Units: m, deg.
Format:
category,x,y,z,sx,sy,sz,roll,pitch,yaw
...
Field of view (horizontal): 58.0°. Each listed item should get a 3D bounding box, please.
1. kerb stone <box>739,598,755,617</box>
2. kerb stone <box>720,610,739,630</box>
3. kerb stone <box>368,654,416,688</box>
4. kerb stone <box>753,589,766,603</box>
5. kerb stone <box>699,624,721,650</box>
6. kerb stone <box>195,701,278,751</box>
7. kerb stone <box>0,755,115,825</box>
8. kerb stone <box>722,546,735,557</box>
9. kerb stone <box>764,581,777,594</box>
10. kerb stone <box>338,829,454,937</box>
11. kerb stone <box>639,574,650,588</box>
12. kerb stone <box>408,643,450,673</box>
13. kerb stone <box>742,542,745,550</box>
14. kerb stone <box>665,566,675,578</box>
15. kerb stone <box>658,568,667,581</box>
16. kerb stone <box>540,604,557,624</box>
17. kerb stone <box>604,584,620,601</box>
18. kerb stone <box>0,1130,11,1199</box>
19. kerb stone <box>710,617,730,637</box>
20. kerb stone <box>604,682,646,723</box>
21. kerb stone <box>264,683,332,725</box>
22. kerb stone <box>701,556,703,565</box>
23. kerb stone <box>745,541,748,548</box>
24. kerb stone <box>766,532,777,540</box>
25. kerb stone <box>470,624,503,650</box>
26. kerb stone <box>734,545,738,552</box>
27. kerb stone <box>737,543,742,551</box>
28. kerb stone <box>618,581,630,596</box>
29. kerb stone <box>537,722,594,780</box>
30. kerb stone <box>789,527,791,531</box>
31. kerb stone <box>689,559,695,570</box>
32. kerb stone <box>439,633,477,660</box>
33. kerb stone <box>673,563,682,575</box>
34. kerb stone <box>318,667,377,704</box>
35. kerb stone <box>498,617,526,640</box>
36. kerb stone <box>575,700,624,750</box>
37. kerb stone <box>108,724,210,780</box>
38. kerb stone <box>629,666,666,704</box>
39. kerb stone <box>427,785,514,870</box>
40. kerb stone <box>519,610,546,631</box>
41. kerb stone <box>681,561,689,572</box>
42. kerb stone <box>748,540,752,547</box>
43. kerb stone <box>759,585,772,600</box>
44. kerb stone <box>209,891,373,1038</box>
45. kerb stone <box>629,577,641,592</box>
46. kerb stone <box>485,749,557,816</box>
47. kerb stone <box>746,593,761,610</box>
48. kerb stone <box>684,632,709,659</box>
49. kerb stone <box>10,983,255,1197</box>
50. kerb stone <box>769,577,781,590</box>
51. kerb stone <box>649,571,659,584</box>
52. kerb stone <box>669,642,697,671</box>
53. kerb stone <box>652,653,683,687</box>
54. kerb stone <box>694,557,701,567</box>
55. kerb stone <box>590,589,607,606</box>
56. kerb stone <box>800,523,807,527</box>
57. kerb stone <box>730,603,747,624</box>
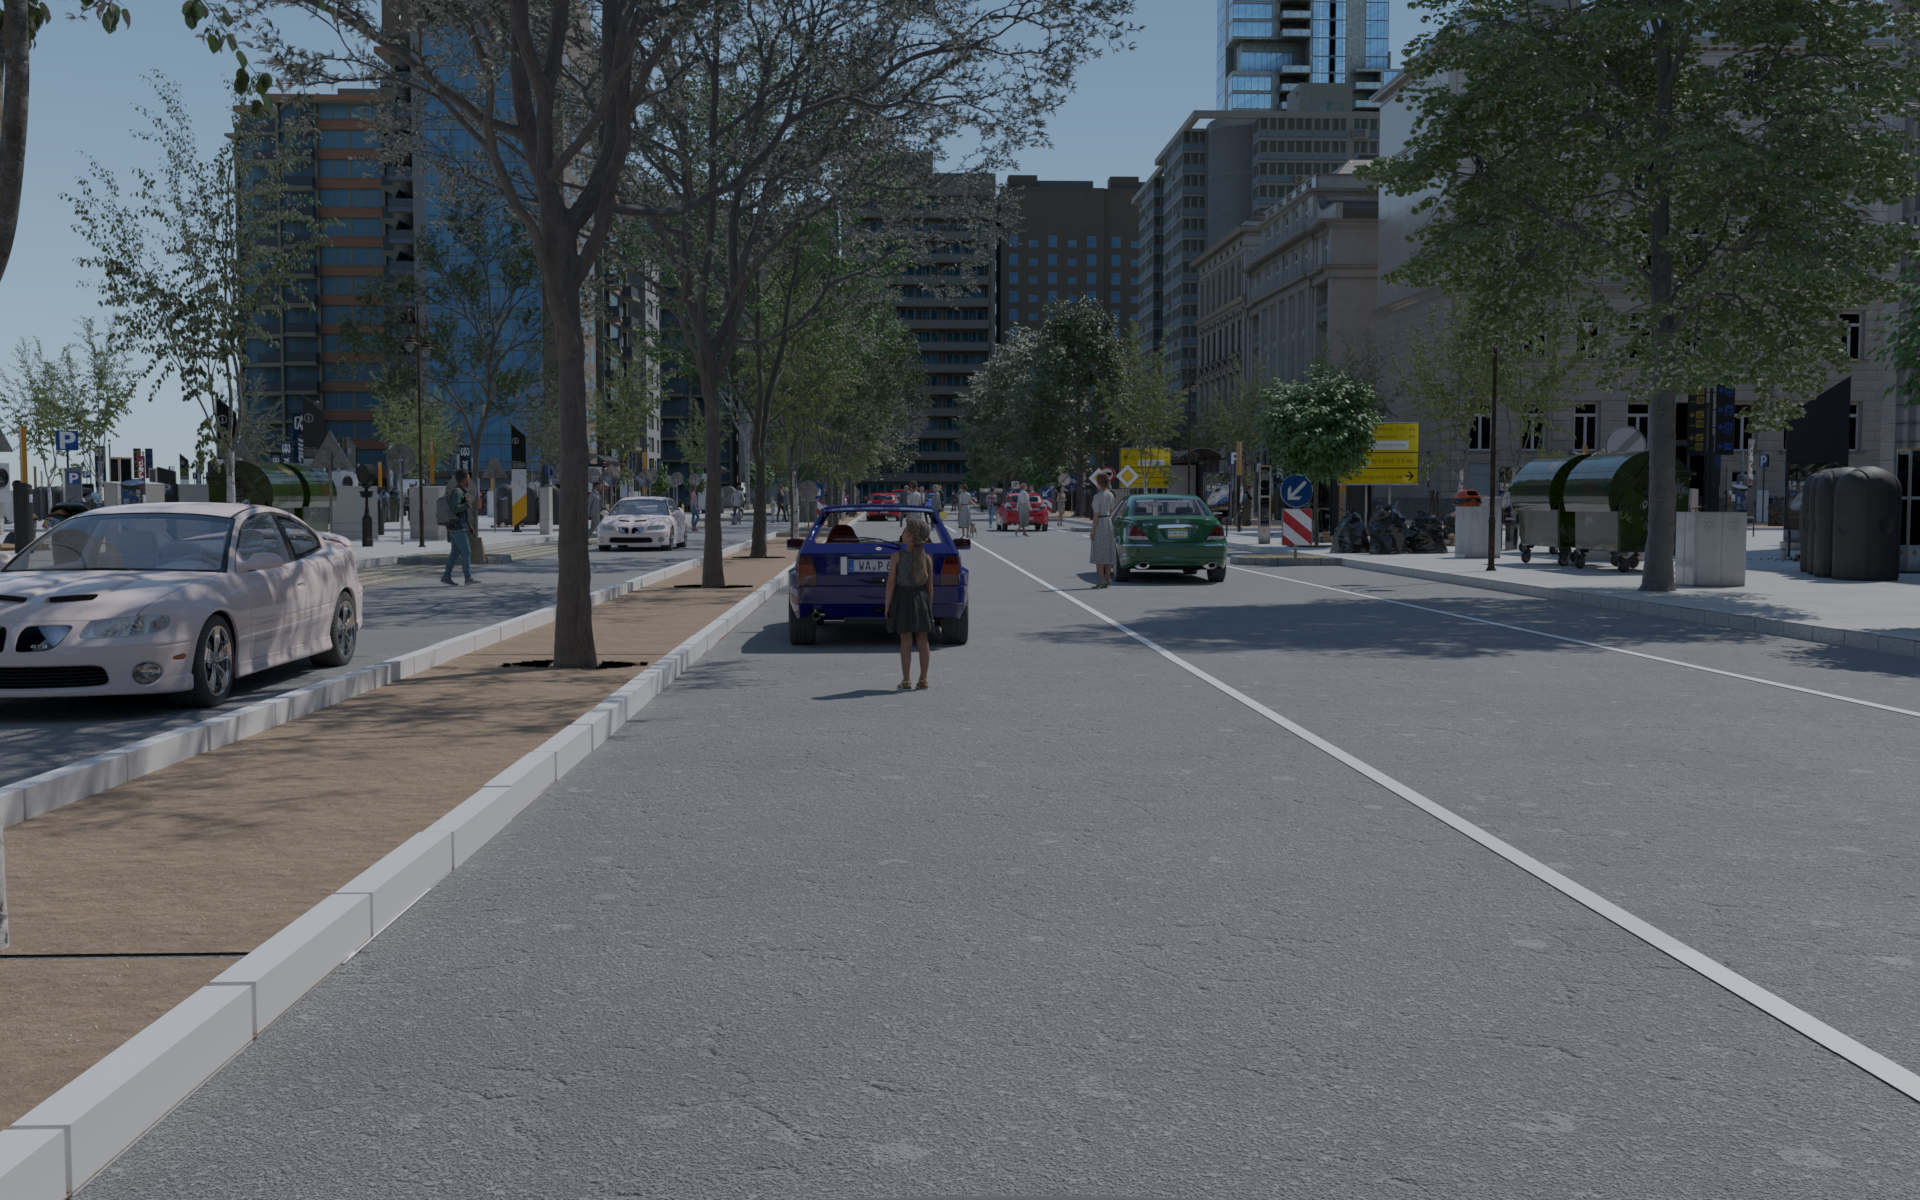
category,x,y,z,sx,sy,sz,roll,pitch,yaw
kerb stone,-2.551,0.109,20.407,0.120,0.150,1.000,0,4,-2
kerb stone,-2.471,0.238,18.357,0.120,0.150,1.000,0,4,-2
kerb stone,-4.353,0.552,13.174,0.120,0.150,1.000,0,4,-2
kerb stone,-2.641,-0.011,22.457,0.120,0.150,1.000,0,4,-2
kerb stone,-2.382,0.361,16.298,0.120,0.150,1.000,0,4,-2
kerb stone,-4.233,0.741,10.099,0.120,0.150,1.000,0,4,-2
kerb stone,-4.157,0.867,8.057,0.120,0.150,1.000,0,4,-2
kerb stone,-5.478,-1.139,40.814,0.120,0.150,1.000,0,4,-2
kerb stone,-2.723,-0.140,24.507,0.120,0.150,1.000,0,4,-2
kerb stone,-1.972,0.986,6.078,0.120,0.150,1.000,0,4,-2
kerb stone,-4.906,-0.262,26.480,0.120,0.150,1.000,0,4,-2
kerb stone,-4.395,0.491,14.200,0.120,0.150,1.000,0,4,-2
kerb stone,-5.606,-1.326,43.888,0.120,0.150,1.000,0,4,-2
kerb stone,-5.022,-0.449,29.544,0.120,0.150,1.000,0,4,-2
kerb stone,-4.992,-0.387,28.522,0.120,0.150,1.000,0,4,-2
kerb stone,-4.608,0.176,19.320,0.120,0.150,1.000,0,4,-2
kerb stone,-4.772,-0.074,23.406,0.120,0.150,1.000,0,4,-2
kerb stone,-1.850,1.174,3.002,0.120,0.150,1.000,0,4,-2
kerb stone,-2.433,0.305,17.328,0.120,0.150,1.000,0,4,-2
kerb stone,-2.175,0.673,11.192,0.120,0.150,1.000,0,4,-2
kerb stone,-4.277,0.677,11.125,0.120,0.150,1.000,0,4,-2
kerb stone,-5.241,-0.760,34.665,0.120,0.150,1.000,0,4,-2
kerb stone,-5.655,-1.389,44.909,0.120,0.150,1.000,0,4,-2
kerb stone,-6.107,-2.076,56.162,0.120,0.150,1.000,0,4,-2
kerb stone,-4.488,0.365,16.248,0.120,0.150,1.000,0,4,-2
kerb stone,-5.525,-1.201,41.834,0.120,0.150,1.000,0,4,-2
kerb stone,-5.571,-1.261,42.867,0.120,0.150,1.000,0,4,-2
kerb stone,-4.824,-0.134,24.430,0.120,0.150,1.000,0,4,-2
kerb stone,-2.094,0.801,9.148,0.120,0.150,1.000,0,4,-2
kerb stone,-6.629,-2.865,69.031,0.120,0.150,1.000,0,4,-2
kerb stone,-5.154,-0.637,32.612,0.120,0.150,1.000,0,4,-2
kerb stone,-4.448,0.426,15.224,0.120,0.150,1.000,0,4,-2
kerb stone,-5.066,-0.512,30.565,0.120,0.150,1.000,0,4,-2
kerb stone,-4.320,0.615,12.146,0.120,0.150,1.000,0,4,-2
kerb stone,-4.524,0.301,17.277,0.120,0.150,1.000,0,4,-2
kerb stone,-2.128,0.736,10.169,0.120,0.150,1.000,0,4,-2
kerb stone,-4.203,0.802,9.077,0.120,0.150,1.000,0,4,-2
kerb stone,-2.219,0.611,12.213,0.120,0.150,1.000,0,4,-2
kerb stone,-2.008,0.927,7.100,0.120,0.150,1.000,0,4,-2
kerb stone,-4.565,0.238,18.299,0.120,0.150,1.000,0,4,-2
kerb stone,-5.108,-0.575,31.591,0.120,0.150,1.000,0,4,-2
kerb stone,-5.690,-1.452,45.931,0.120,0.150,1.000,0,4,-2
kerb stone,-2.676,-0.074,23.486,0.120,0.150,1.000,0,4,-2
kerb stone,-1.933,1.048,5.057,0.120,0.150,1.000,0,4,-2
kerb stone,-4.864,-0.194,25.455,0.120,0.150,1.000,0,4,-2
kerb stone,-2.057,0.861,8.120,0.120,0.150,1.000,0,4,-2
kerb stone,-2.596,0.049,21.436,0.120,0.150,1.000,0,4,-2
kerb stone,-2.345,0.423,15.277,0.120,0.150,1.000,0,4,-2
kerb stone,-1.889,1.111,4.023,0.120,0.150,1.000,0,4,-2
kerb stone,-2.764,-0.204,25.528,0.120,0.150,1.000,0,4,-2
kerb stone,-4.946,-0.324,27.501,0.120,0.150,1.000,0,4,-2
kerb stone,-2.305,0.488,14.255,0.120,0.150,1.000,0,4,-2
kerb stone,-2.259,0.549,13.234,0.120,0.150,1.000,0,4,-2
kerb stone,-5.194,-0.698,33.644,0.120,0.150,1.000,0,4,-2
kerb stone,-4.735,-0.012,22.385,0.120,0.150,1.000,0,4,-2
kerb stone,-6.965,-3.366,77.235,0.120,0.150,1.000,0,4,-2
kerb stone,-2.509,0.174,19.381,0.120,0.150,1.000,0,4,-2
